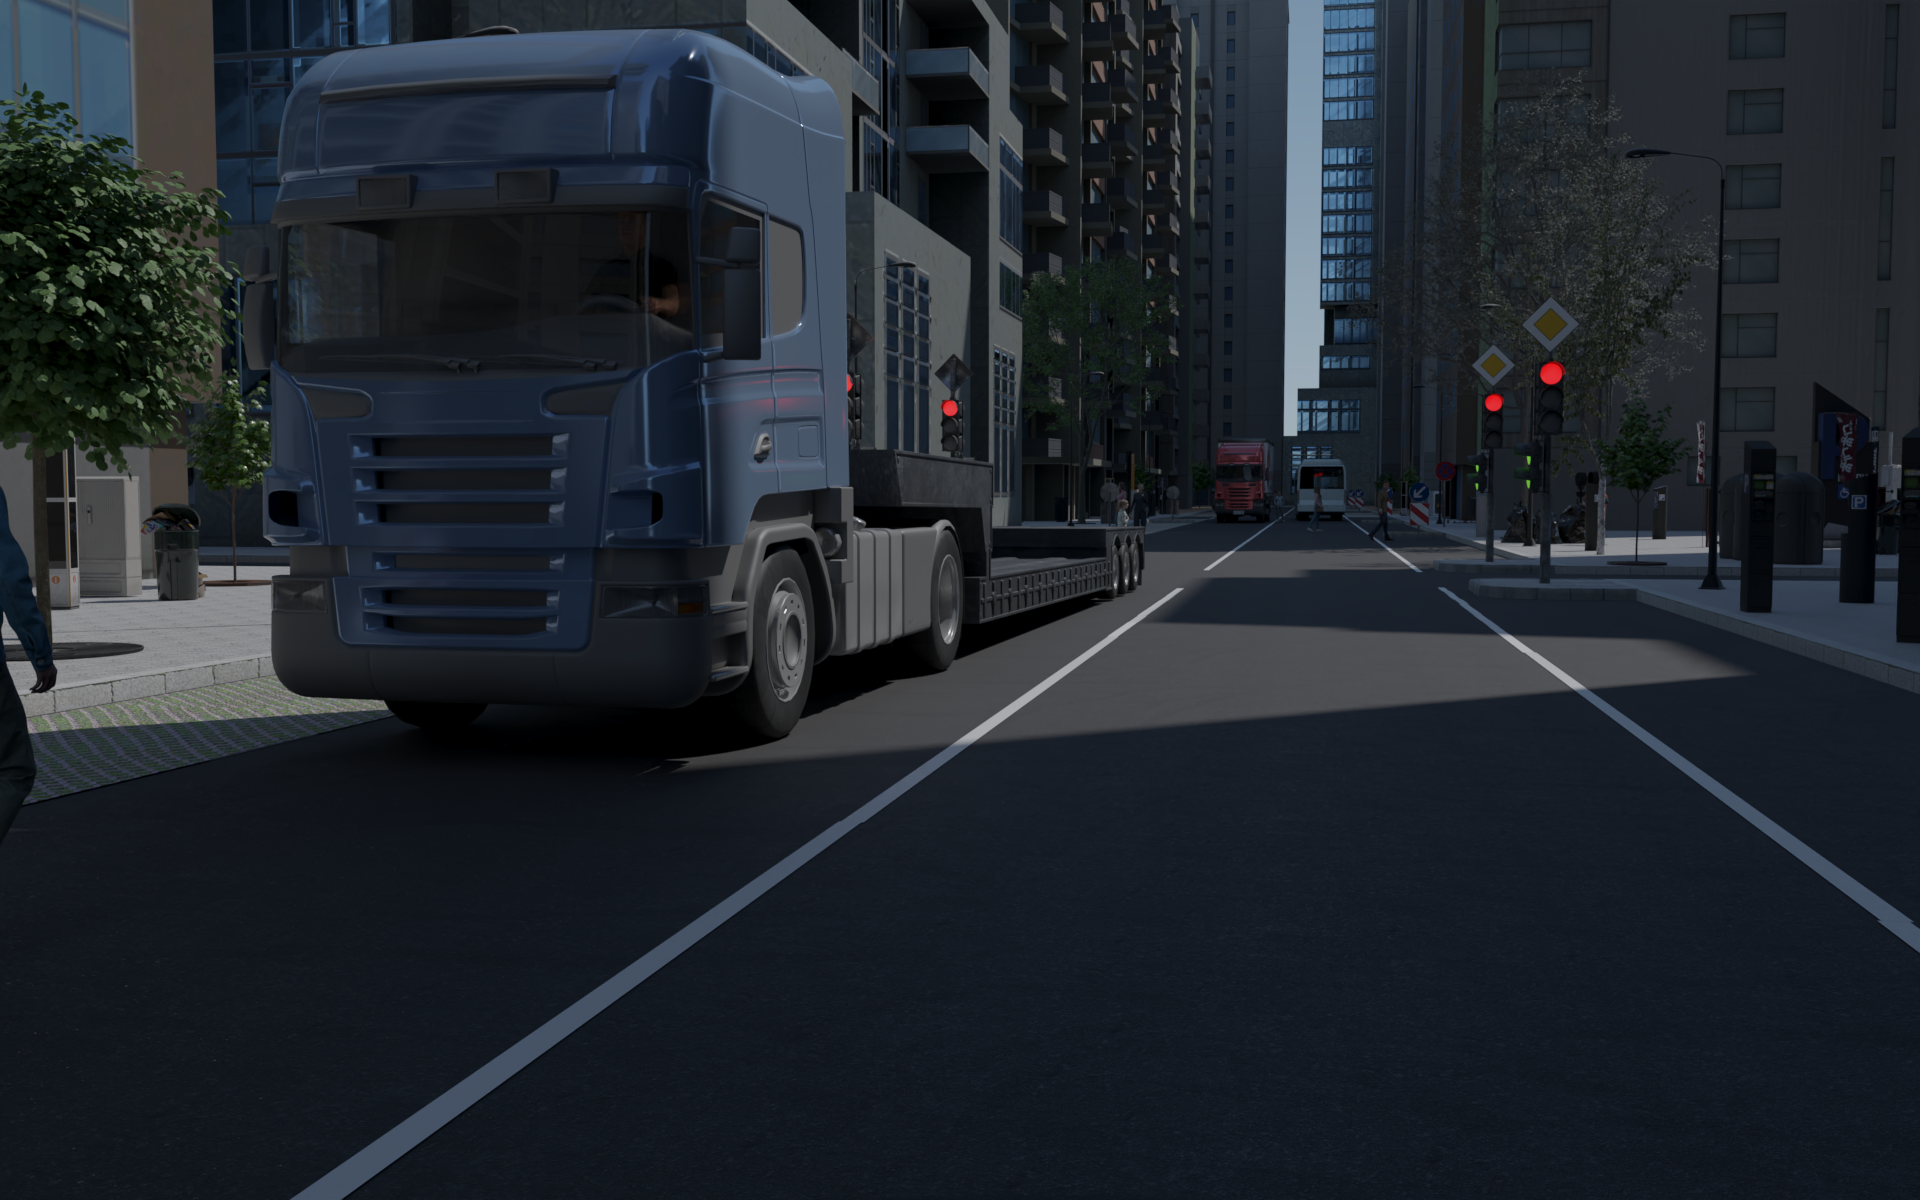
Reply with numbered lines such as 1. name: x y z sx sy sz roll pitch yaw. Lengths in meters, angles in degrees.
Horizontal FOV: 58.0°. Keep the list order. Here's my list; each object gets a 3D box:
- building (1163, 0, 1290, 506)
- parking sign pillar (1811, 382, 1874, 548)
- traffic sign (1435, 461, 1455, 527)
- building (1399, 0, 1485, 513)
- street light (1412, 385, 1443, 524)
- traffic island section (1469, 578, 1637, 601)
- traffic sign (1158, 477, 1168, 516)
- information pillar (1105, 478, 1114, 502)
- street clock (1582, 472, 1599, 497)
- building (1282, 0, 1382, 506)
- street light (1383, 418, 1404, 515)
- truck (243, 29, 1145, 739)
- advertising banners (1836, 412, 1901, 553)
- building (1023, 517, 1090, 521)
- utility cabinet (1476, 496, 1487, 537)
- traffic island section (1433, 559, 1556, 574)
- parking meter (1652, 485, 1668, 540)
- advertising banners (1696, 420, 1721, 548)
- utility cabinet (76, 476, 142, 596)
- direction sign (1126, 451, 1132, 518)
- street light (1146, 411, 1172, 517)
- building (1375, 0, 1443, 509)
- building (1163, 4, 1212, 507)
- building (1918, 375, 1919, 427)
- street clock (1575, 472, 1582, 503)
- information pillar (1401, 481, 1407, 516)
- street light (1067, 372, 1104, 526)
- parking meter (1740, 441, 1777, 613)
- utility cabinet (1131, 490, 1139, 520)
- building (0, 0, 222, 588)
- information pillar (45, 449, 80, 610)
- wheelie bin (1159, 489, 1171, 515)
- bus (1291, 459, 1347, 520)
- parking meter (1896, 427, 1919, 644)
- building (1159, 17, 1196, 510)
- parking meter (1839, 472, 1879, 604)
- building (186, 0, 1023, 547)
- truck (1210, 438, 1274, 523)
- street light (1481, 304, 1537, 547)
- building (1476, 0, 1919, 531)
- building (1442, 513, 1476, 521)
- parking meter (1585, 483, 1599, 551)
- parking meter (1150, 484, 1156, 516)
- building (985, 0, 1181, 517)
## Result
1. building: 23.872 -40.415 202.778 28.212 58.520 21.231 1 4 12
2. parking sign pillar: 21.168 -3.247 41.560 1.447 3.967 1.447 0 4 3
3. traffic sign: 18.807 -4.104 67.204 0.768 2.556 0.104 1 4 13
4. building: 43.971 -30.102 142.280 14.600 45.320 14.200 1 4 12
5. street light: 19.968 -6.202 73.942 1.470 5.913 1.316 1 4 12
6. traffic island section: 8.422 -0.159 24.882 2.009 0.180 2.903 1 4 12
7. traffic sign: 12.073 -6.187 103.286 0.606 2.300 0.079 1 4 16
8. information pillar: 6.956 -4.654 80.587 0.304 2.012 0.304 3 4 36
9. street clock: 20.461 -3.143 55.965 0.358 2.002 0.471 0 4 -3
10. building: 53.045 -54.076 196.819 31.000 86.520 22.319 1 4 12
11. street light: 26.457 -8.142 105.667 1.470 5.913 1.316 1 4 12
12. truck: -0.547 -1.675 17.144 2.967 4.110 18.799 1 4 13
13. advertising banners: 19.732 -2.513 37.268 2.074 3.025 0.090 -1 4 -9
14. building: -2.058 -26.913 94.656 22.147 44.769 28.867 1 4 12
15. utility cabinet: 15.665 -2.502 52.066 0.306 1.237 1.020 1 4 18
16. traffic island section: 10.021 -0.638 32.706 2.009 0.180 2.903 1 4 12
17. parking meter: 19.808 -2.484 49.020 0.372 1.533 0.369 0 3 0
18. advertising banners: 18.158 -2.789 41.784 2.074 3.025 0.090 -3 5 -44
19. utility cabinet: -10.884 -0.796 21.687 1.173 1.500 0.318 1 4 11
20. direction sign: 8.878 -6.062 91.117 0.379 3.537 0.876 -1 4 -11
21. street light: 11.214 -7.647 97.569 1.470 5.913 1.316 1 4 12
22. building: 50.144 -37.952 162.508 21.231 58.520 28.212 1 4 12
23. building: 9.432 -33.860 173.213 30.456 49.044 23.786 1 4 12
24. building: 97.057 -30.714 156.796 28.867 44.769 22.147 1 4 12
25. street clock: 20.642 -3.244 57.603 0.358 2.002 0.471 0 4 -2
26. information pillar: 25.854 -5.892 100.833 0.304 2.012 0.304 2 4 25
27. street light: 4.780 -5.724 66.121 1.470 5.913 1.316 1 4 12
28. parking meter: 8.661 -0.800 18.794 0.255 1.863 0.399 1 4 11
29. utility cabinet: 8.769 -4.753 86.389 0.318 1.500 1.173 1 4 17
30. building: -19.883 -22.658 20.571 14.200 45.320 14.600 1 4 12
31. information pillar: -9.997 -0.900 19.209 0.304 2.012 0.304 -1 4 -8
32. wheelie bin: 12.870 -6.166 108.715 0.693 1.594 0.980 1 4 22
33. bus: 20.332 -6.321 98.212 2.948 3.499 13.247 1 4 10
34. parking meter: 8.288 -0.564 14.939 0.255 1.863 0.399 3 5 44
35. building: 12.167 -28.264 145.713 14.154 41.232 14.086 1 4 12
36. parking meter: 10.597 -0.735 20.424 0.372 1.533 0.369 0 3 0
37. building: -9.654 -45.217 51.966 22.319 86.520 31.000 1 4 12
38. truck: 14.687 -6.141 89.323 2.839 4.237 11.283 1 4 12
39. street light: 13.438 -4.273 42.406 1.470 5.913 1.316 1 4 12
40. building: 26.996 -23.354 65.426 14.154 41.232 14.086 1 4 12
41. building: 31.806 -26.714 86.879 14.600 45.320 14.200 1 4 12
42. parking meter: 14.339 -1.881 39.164 0.372 1.533 0.369 0 3 0
43. parking meter: 11.175 -5.811 100.718 0.399 1.863 0.255 -3 5 -43
44. building: 4.185 -28.791 125.352 22.147 44.769 28.867 1 4 12
